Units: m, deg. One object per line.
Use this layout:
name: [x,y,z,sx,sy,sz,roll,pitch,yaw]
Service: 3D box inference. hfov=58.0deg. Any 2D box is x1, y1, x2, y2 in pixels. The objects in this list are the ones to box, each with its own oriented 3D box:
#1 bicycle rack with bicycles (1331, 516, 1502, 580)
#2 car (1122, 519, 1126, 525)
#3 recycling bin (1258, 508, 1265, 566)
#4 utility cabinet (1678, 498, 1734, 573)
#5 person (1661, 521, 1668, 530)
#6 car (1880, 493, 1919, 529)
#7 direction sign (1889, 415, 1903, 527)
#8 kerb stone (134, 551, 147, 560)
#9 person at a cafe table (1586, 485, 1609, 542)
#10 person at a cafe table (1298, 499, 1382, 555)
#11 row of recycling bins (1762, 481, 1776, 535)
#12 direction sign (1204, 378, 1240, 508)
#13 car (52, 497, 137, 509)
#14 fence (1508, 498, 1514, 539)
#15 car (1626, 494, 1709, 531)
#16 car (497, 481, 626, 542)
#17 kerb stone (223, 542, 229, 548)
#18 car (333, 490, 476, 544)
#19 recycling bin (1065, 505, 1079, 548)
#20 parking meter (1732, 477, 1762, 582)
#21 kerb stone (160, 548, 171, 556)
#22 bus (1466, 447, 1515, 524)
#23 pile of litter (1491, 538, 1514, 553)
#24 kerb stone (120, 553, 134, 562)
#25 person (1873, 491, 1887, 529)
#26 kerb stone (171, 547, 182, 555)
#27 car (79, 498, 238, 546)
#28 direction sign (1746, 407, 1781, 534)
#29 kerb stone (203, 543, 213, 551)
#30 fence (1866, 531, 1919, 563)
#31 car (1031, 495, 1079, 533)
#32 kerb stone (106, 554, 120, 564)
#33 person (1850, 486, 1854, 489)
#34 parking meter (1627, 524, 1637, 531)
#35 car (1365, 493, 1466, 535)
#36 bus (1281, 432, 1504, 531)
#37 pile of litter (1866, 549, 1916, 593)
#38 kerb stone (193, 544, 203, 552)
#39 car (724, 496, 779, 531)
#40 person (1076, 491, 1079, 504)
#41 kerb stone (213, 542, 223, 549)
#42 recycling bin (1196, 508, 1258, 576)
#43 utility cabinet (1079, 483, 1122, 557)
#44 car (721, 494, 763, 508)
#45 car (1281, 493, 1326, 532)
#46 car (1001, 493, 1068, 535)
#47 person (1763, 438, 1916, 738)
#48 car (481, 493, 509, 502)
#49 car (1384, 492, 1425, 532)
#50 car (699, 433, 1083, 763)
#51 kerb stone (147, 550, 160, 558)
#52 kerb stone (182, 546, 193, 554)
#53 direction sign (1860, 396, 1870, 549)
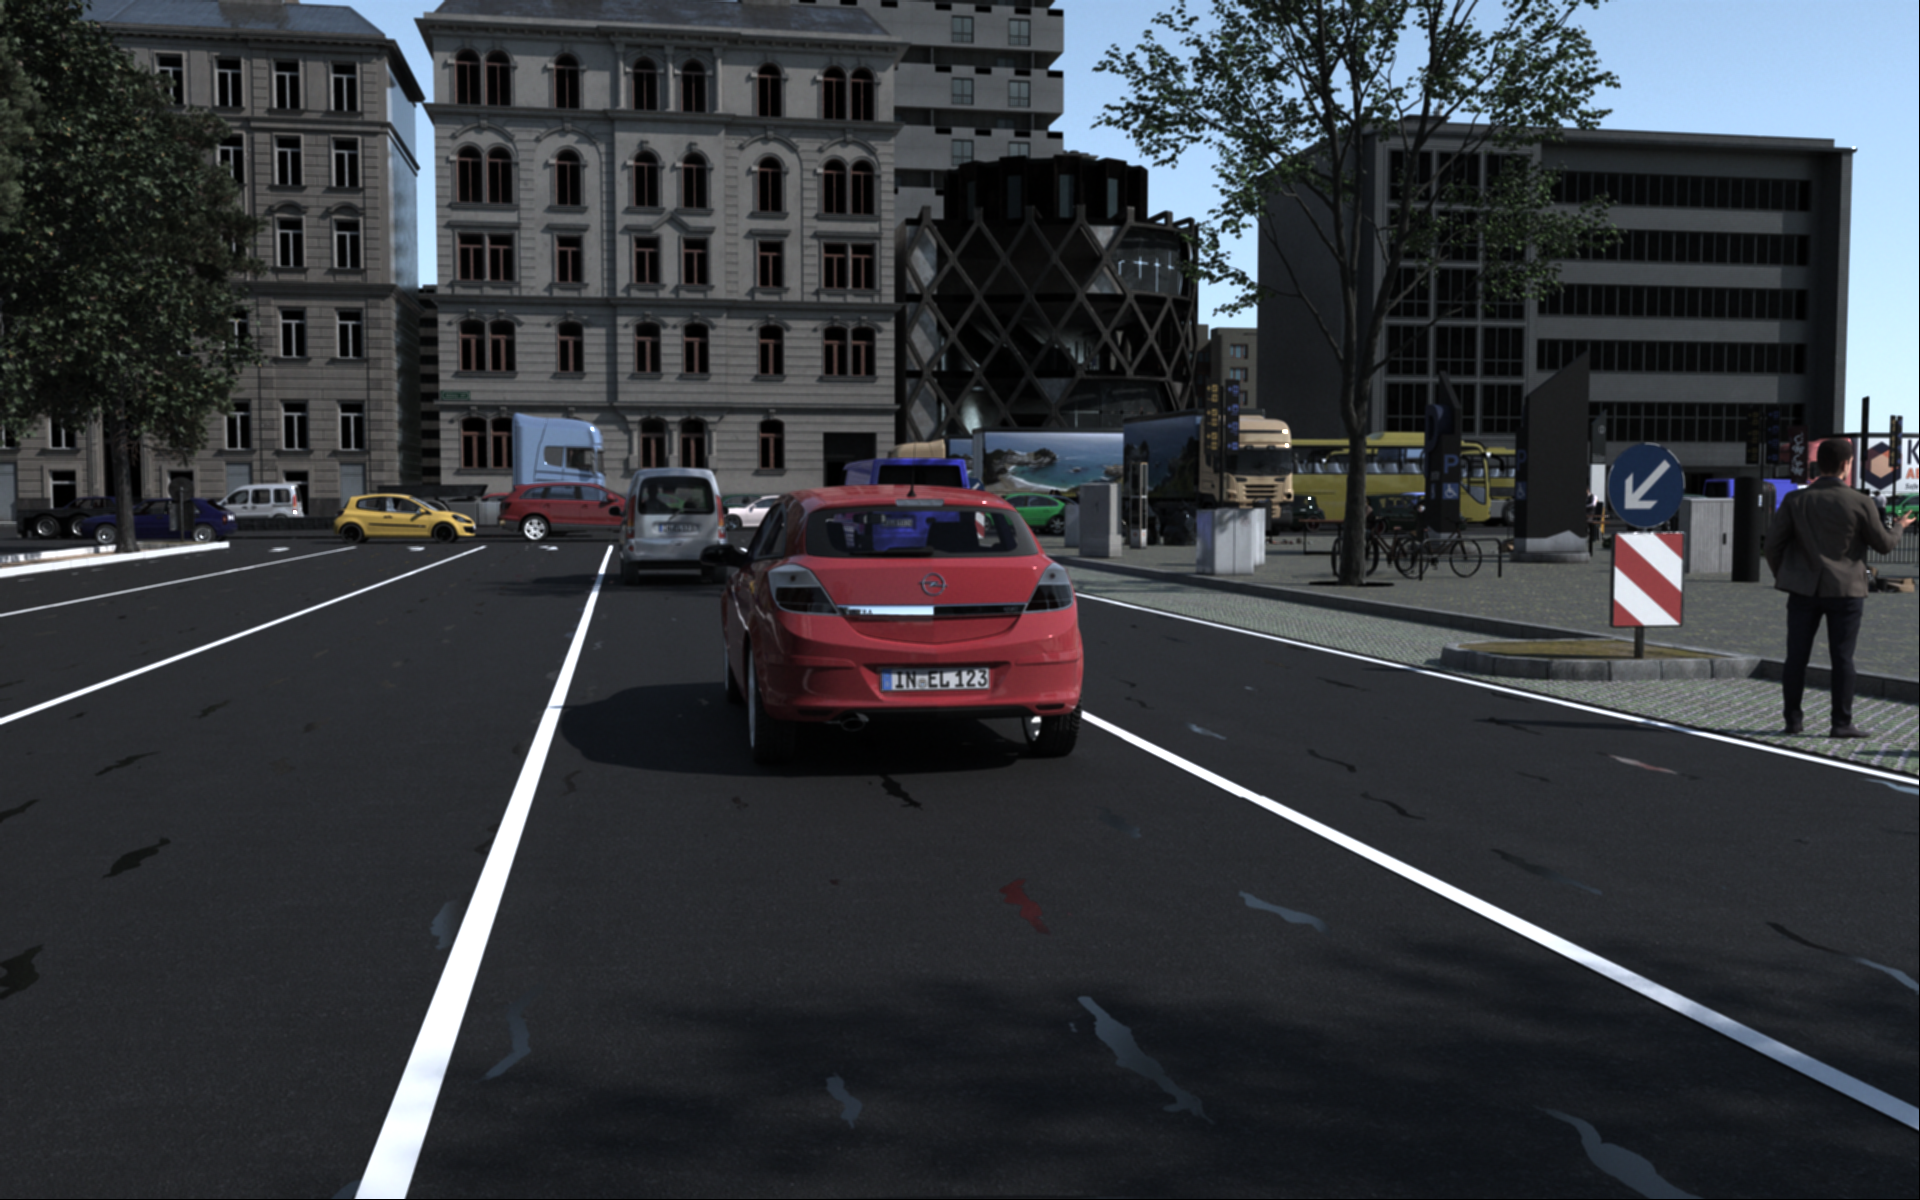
bicycle rack with bicycles: [6.894,-0.829,26.941,2.925,0.926,2.852,-2,4,-32]
car: [6.171,-4.385,80.486,4.718,1.807,1.959,-1,4,-12]
recycling bin: [5.020,-1.126,30.962,0.722,1.027,0.722,2,4,25]
utility cabinet: [12.265,-1.051,28.350,1.020,1.237,0.306,-1,4,-18]
person: [22.708,-2.776,55.762,0.662,1.594,0.647,2,4,34]
car: [39.255,-3.852,71.778,4.718,1.807,1.959,-1,4,-9]
direction sign: [27.013,-3.551,50.058,0.876,3.537,0.379,-3,5,-43]
kerb stone: [-18.085,-0.958,37.960,0.120,0.150,1.000,-1,4,-11]
person at a cafe table: [16.570,-2.322,46.473,1.622,1.524,1.698,-2,4,-33]
person at a cafe table: [8.093,-1.593,36.906,1.726,1.238,1.698,1,4,11]
row of recycling bins: [23.894,-2.748,52.046,1.069,1.692,3.534,2,4,29]
direction sign: [5.157,-2.578,34.145,0.876,3.537,0.379,-2,4,-33]
car: [-34.397,-3.412,68.370,3.894,1.354,1.945,-1,4,-10]
fence: [14.210,-1.970,43.421,0.480,1.192,2.264,0,4,-7]
car: [28.032,-3.348,66.541,4.920,1.459,2.131,-1,4,-12]
car: [-11.394,-2.703,52.873,5.304,1.827,2.281,-1,4,-10]
kerb stone: [-19.626,-1.461,46.085,0.120,0.150,1.000,-1,4,-11]
car: [-16.318,-2.490,50.930,3.980,1.641,2.015,-1,4,-10]
recycling bin: [2.932,-1.781,41.681,0.722,1.027,0.722,1,4,15]
parking meter: [11.500,-1.034,25.309,0.372,1.533,0.369,0,3,0]
kerb stone: [-18.466,-1.083,39.987,0.120,0.150,1.000,-1,4,-11]
bus: [22.320,-5.614,83.338,12.252,3.916,2.896,-1,4,-9]
pile of litter: [12.414,-1.481,38.175,1.719,0.858,1.176,-1,4,-17]
kerb stone: [-17.890,-0.902,36.951,0.120,0.150,1.000,-1,4,-11]
person: [31.924,-3.032,60.287,0.614,1.554,0.590,1,4,9]
kerb stone: [-18.664,-1.150,40.999,0.120,0.150,1.000,-1,4,-11]
car: [-22.416,-2.198,48.515,3.894,1.354,1.945,-1,4,-12]
direction sign: [20.948,-3.256,45.236,0.379,3.537,0.876,-3,4,-39]
kerb stone: [-19.238,-1.335,44.044,0.120,0.150,1.000,-1,4,-11]
fence: [15.029,-0.801,28.480,2.069,0.683,0.278,3,5,44]
car: [3.607,-3.204,64.387,4.499,1.417,2.014,-1,4,-12]
kerb stone: [-17.694,-0.837,35.942,0.120,0.150,1.000,-1,4,-11]
person: [34.640,-3.577,67.520,0.617,1.759,0.750,0,4,-1]
parking meter: [16.708,-2.106,42.842,0.372,1.533,0.369,0,3,0]
car: [15.416,-3.074,60.044,4.222,1.686,2.009,-1,4,-10]
bus: [15.290,-4.728,68.852,12.252,3.916,2.896,-1,4,-11]
pile of litter: [12.232,-0.573,23.341,1.176,0.858,1.719,2,4,24]
kerb stone: [-19.049,-1.273,43.033,0.120,0.150,1.000,-1,4,-11]
car: [-7.683,-3.463,68.986,4.827,1.381,2.083,-1,4,-12]
person: [4.656,-3.425,66.700,0.471,1.553,0.569,1,4,14]
kerb stone: [-19.434,-1.399,45.066,0.120,0.150,1.000,-1,4,-11]
recycling bin: [4.220,-0.920,27.594,0.722,1.027,0.722,-1,4,-14]
utility cabinet: [2.833,-1.617,35.110,0.318,1.500,1.173,-2,4,-27]
car: [-8.779,-3.761,73.291,4.920,1.459,2.131,-1,4,-11]
car: [11.742,-3.405,65.465,4.222,1.686,2.009,-1,4,-13]
car: [1.947,-3.236,61.703,4.718,1.807,1.959,-1,4,-11]
person: [5.227,-0.078,10.299,0.750,1.759,0.617,-3,4,-38]
car: [-20.720,-4.153,76.934,4.494,1.783,2.155,-1,4,-11]
car: [16.725,-3.310,63.717,1.945,1.707,3.694,-1,4,-10]
car: [-0.521,-0.109,10.819,2.155,1.783,4.494,-1,4,-10]
kerb stone: [-18.267,-1.026,38.978,0.120,0.150,1.000,-1,4,-11]
kerb stone: [-18.854,-1.212,42.009,0.120,0.150,1.000,-1,4,-11]
direction sign: [21.145,-2.969,40.537,0.379,3.537,0.876,1,4,20]
